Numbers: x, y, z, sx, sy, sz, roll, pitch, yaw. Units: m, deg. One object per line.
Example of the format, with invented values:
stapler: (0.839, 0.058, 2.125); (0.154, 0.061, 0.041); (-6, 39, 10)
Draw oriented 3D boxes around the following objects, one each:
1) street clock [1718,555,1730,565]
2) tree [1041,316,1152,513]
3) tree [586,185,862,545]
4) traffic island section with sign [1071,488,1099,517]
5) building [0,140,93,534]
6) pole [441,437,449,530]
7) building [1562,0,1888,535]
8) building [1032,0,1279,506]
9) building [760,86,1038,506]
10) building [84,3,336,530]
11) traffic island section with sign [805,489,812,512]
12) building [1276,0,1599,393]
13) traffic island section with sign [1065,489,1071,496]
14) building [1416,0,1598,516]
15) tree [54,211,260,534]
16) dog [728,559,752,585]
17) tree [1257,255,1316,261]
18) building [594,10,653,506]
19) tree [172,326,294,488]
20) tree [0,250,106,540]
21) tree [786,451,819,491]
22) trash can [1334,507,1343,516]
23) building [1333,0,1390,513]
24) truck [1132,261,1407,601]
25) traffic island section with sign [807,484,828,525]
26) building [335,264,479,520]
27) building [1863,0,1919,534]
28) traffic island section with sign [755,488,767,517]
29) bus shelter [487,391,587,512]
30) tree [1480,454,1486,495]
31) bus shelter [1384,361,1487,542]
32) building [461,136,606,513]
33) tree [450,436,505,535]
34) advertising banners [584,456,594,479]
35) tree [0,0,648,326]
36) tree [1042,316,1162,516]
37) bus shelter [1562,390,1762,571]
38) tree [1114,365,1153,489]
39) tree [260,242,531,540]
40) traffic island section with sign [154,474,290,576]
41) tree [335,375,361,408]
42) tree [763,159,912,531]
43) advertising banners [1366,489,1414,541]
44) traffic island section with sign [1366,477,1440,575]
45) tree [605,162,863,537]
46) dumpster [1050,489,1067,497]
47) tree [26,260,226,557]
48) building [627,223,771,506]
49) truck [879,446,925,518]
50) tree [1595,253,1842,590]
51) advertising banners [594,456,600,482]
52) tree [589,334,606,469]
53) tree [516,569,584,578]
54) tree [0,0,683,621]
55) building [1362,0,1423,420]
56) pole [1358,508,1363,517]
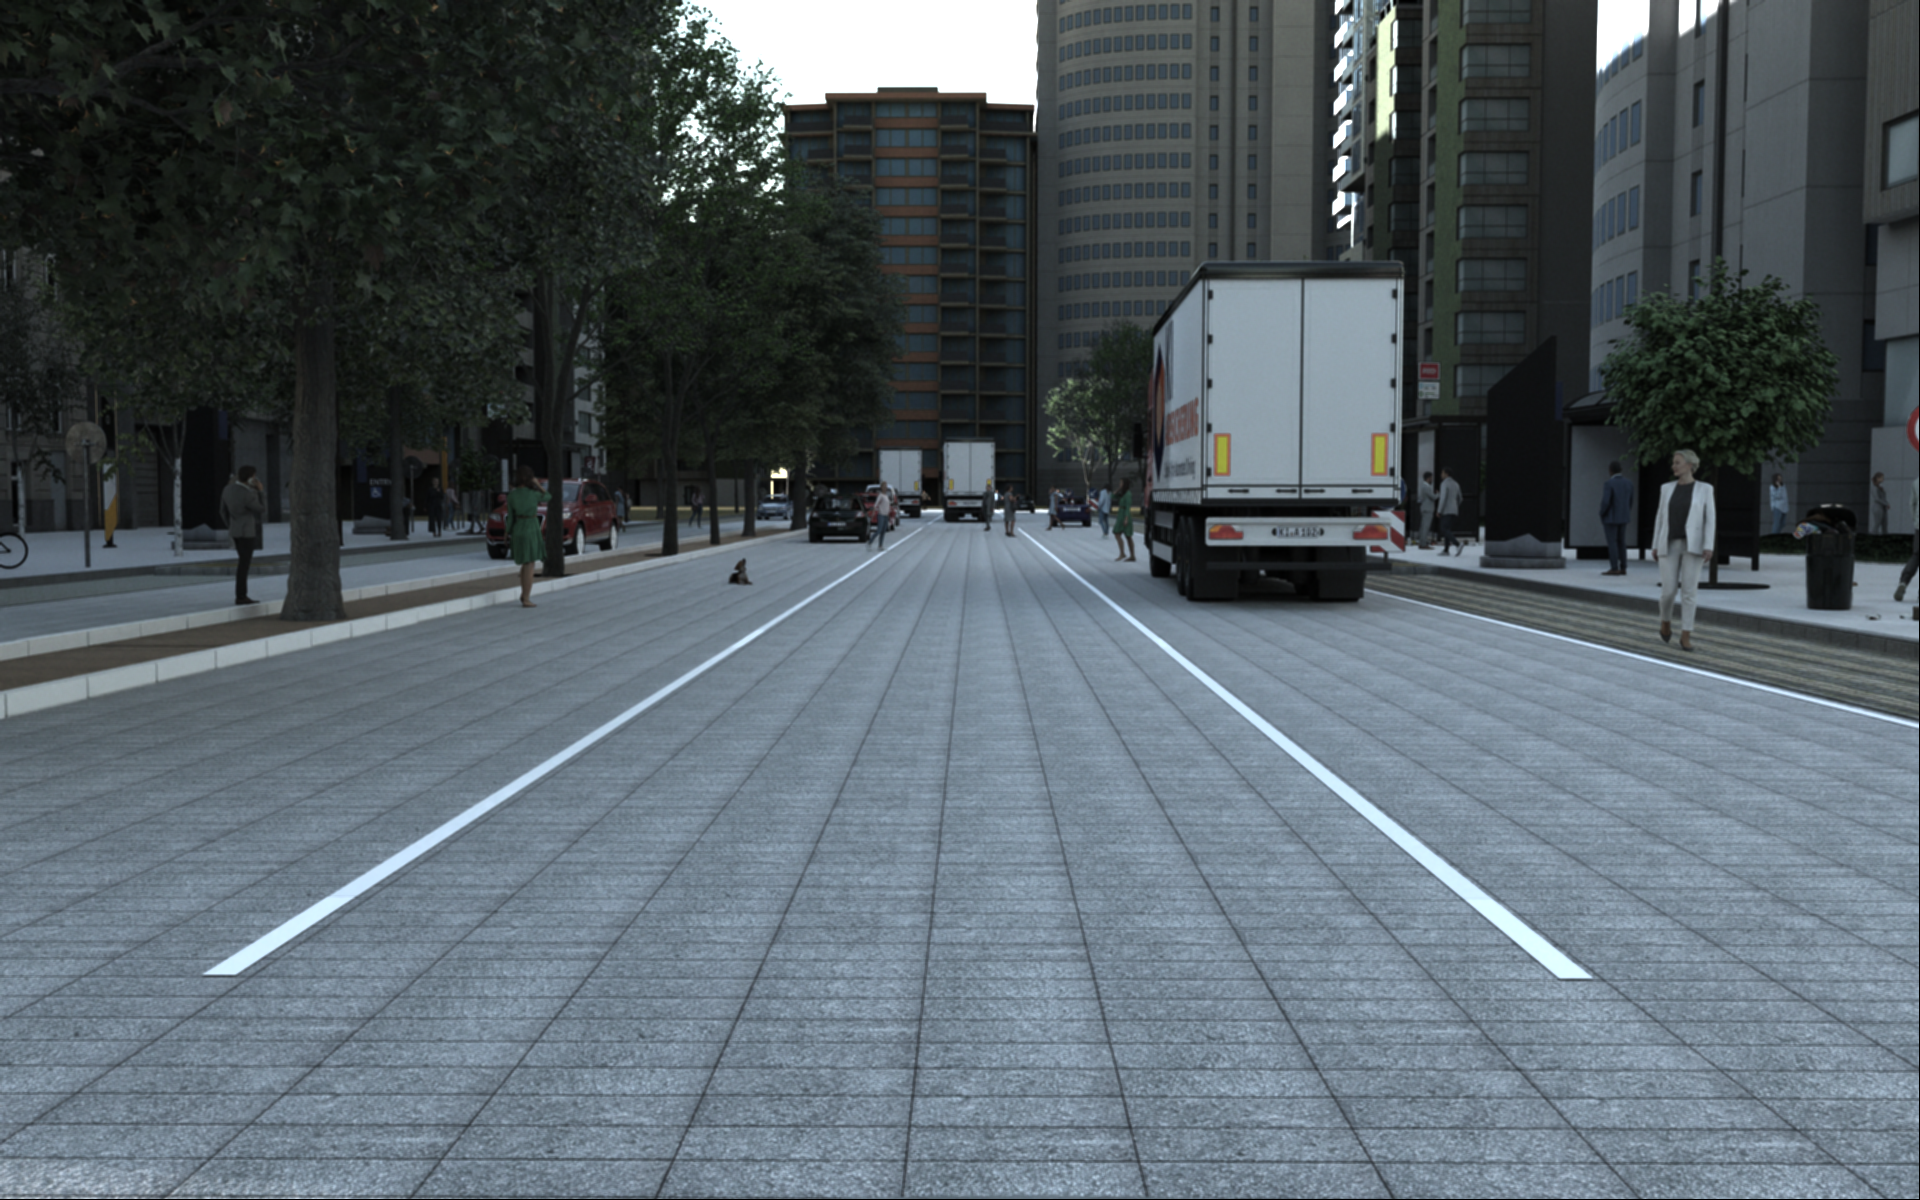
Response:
street clock: (13.924, -1.650, 31.552); (0.358, 2.002, 0.471); (1, 4, 12)
tree: (10.403, -12.732, 118.531); (12.009, 13.543, 11.850); (0, 3, 0)
tree: (-6.892, -6.857, 48.984); (8.767, 10.594, 7.601); (0, 4, 1)
traffic island section with sign: (8.168, -6.101, 108.375); (1.989, 1.847, 2.006); (0, 4, 1)
building: (-36.315, -15.348, 48.197); (12.463, 27.353, 25.104); (0, 4, 1)
pole: (-18.335, -4.149, 61.672); (0.158, 3.312, 0.155); (0, 3, 0)
building: (34.582, -31.790, 61.766); (21.231, 58.520, 28.212); (0, 4, 1)
building: (22.274, -39.555, 188.721); (28.212, 58.520, 21.231); (0, 4, 1)
building: (-6.267, -32.694, 189.173); (28.867, 44.769, 22.147); (0, 4, 1)
building: (-35.700, -15.507, 71.569); (12.078, 24.808, 19.932); (0, 4, 1)
traffic island section with sign: (-12.099, -7.788, 135.957); (1.989, 1.847, 2.006); (0, 4, 1)
building: (50.475, -39.474, 187.402); (28.212, 58.520, 21.231); (0, 4, 1)
traffic island section with sign: (8.412, -7.749, 135.330); (1.989, 1.847, 2.006); (0, 4, 1)
building: (31.107, -24.806, 89.181); (14.154, 41.232, 14.086); (0, 4, 1)
tree: (-24.702, -7.917, 55.200); (9.928, 11.665, 9.643); (0, 3, 0)
dog: (-3.465, -0.462, 27.739); (0.550, 0.427, 0.748); (1, 4, 16)
tree: (9.893, -6.265, 52.791); (4.737, 8.622, 4.395); (0, 3, 0)
building: (-45.396, -45.886, 188.491); (20.611, 71.187, 20.563); (0, 4, 1)
tree: (-26.800, -6.885, 62.935); (4.360, 8.622, 3.978); (0, 3, 0)
tree: (-25.898, -5.972, 48.012); (4.360, 8.622, 3.978); (0, 3, 0)
tree: (-14.349, -12.541, 155.413); (4.360, 8.622, 3.978); (0, 3, 0)
trash can: (12.205, -2.735, 56.373); (0.748, 1.137, 0.748); (0, 3, 0)
building: (35.994, -49.729, 125.734); (22.319, 86.520, 31.000); (0, 4, 1)
truck: (4.331, -2.297, 26.473); (2.839, 4.237, 11.283); (0, 4, 2)
traffic island section with sign: (-6.587, -4.473, 81.271); (2.006, 1.907, 1.989); (0, 4, 1)
building: (-39.992, -27.003, 96.124); (22.147, 44.769, 28.867); (0, 4, 1)
building: (37.412, -27.119, 32.638); (27.495, 52.752, 28.713); (0, 4, 1)
traffic island section with sign: (-12.354, -6.096, 108.289); (1.989, 1.847, 2.006); (0, 4, 1)
bus shelter: (-16.669, -5.518, 67.858); (2.179, 5.291, 8.768); (0, 4, 1)
tree: (24.011, -5.212, 79.819); (1.663, 3.219, 1.824); (0, 3, 0)
bus shelter: (13.489, -4.432, 50.101); (2.179, 5.291, 8.768); (0, 4, 0)
building: (-35.654, -22.280, 135.979); (14.107, 30.474, 14.160); (0, 4, 1)
tree: (-15.511, -3.677, 54.719); (1.663, 3.219, 1.824); (0, 3, 0)
advertising banners: (-17.916, -5.144, 80.298); (2.074, 3.025, 0.090); (-1, 4, -9)
tree: (-6.949, -5.512, 9.590); (9.611, 12.733, 9.660); (0, 3, 0)
tree: (10.844, -10.805, 102.418); (9.928, 11.665, 9.643); (0, 3, 0)
bus shelter: (12.641, -2.292, 31.404); (2.014, 3.302, 5.546); (0, 4, 0)
tree: (10.400, -8.839, 94.883); (4.360, 8.622, 3.978); (0, 3, 0)
tree: (-15.576, -7.910, 47.462); (7.486, 12.596, 7.792); (0, 3, 0)
traffic island section with sign: (-13.068, -1.377, 31.137); (1.989, 1.847, 2.006); (0, 4, 1)
tree: (-25.983, -7.252, 68.932); (4.360, 8.622, 3.978); (0, 3, 0)
tree: (-6.273, -9.655, 66.965); (9.857, 13.997, 8.962); (0, 3, 0)
advertising banners: (11.151, -3.067, 46.331); (2.074, 3.025, 0.090); (-1, 4, -8)
traffic island section with sign: (7.465, -1.394, 31.425); (1.989, 1.847, 2.006); (0, 4, 1)
tree: (-7.184, -8.421, 58.261); (7.486, 12.596, 7.792); (0, 3, 0)
dumpster: (8.231, -8.164, 141.698); (1.865, 1.857, 1.264); (0, 4, 2)
tree: (-16.283, -5.202, 35.419); (4.737, 8.622, 4.395); (0, 3, 0)
building: (-28.064, -25.377, 186.613); (14.107, 30.474, 14.160); (0, 4, 1)
truck: (-3.612, -7.245, 107.369); (2.839, 4.237, 11.283); (0, 4, -1)
tree: (10.454, -2.458, 23.896); (4.285, 4.588, 4.351); (0, 3, 0)
advertising banners: (-16.554, -5.137, 80.177); (0.090, 3.025, 2.074); (0, 4, 0)
tree: (-15.065, -10.463, 89.196); (7.486, 12.596, 7.792); (0, 3, 0)
tree: (-6.903, -6.190, 29.412); (9.928, 11.665, 9.643); (0, 3, 0)
tree: (-7.366, -6.744, 19.371); (9.857, 13.997, 8.962); (0, 3, 0)
building: (31.305, -20.316, 103.861); (14.160, 30.474, 14.107); (0, 4, 1)
pole: (14.189, -4.120, 61.210); (0.158, 3.312, 0.155); (0, 3, 0)
